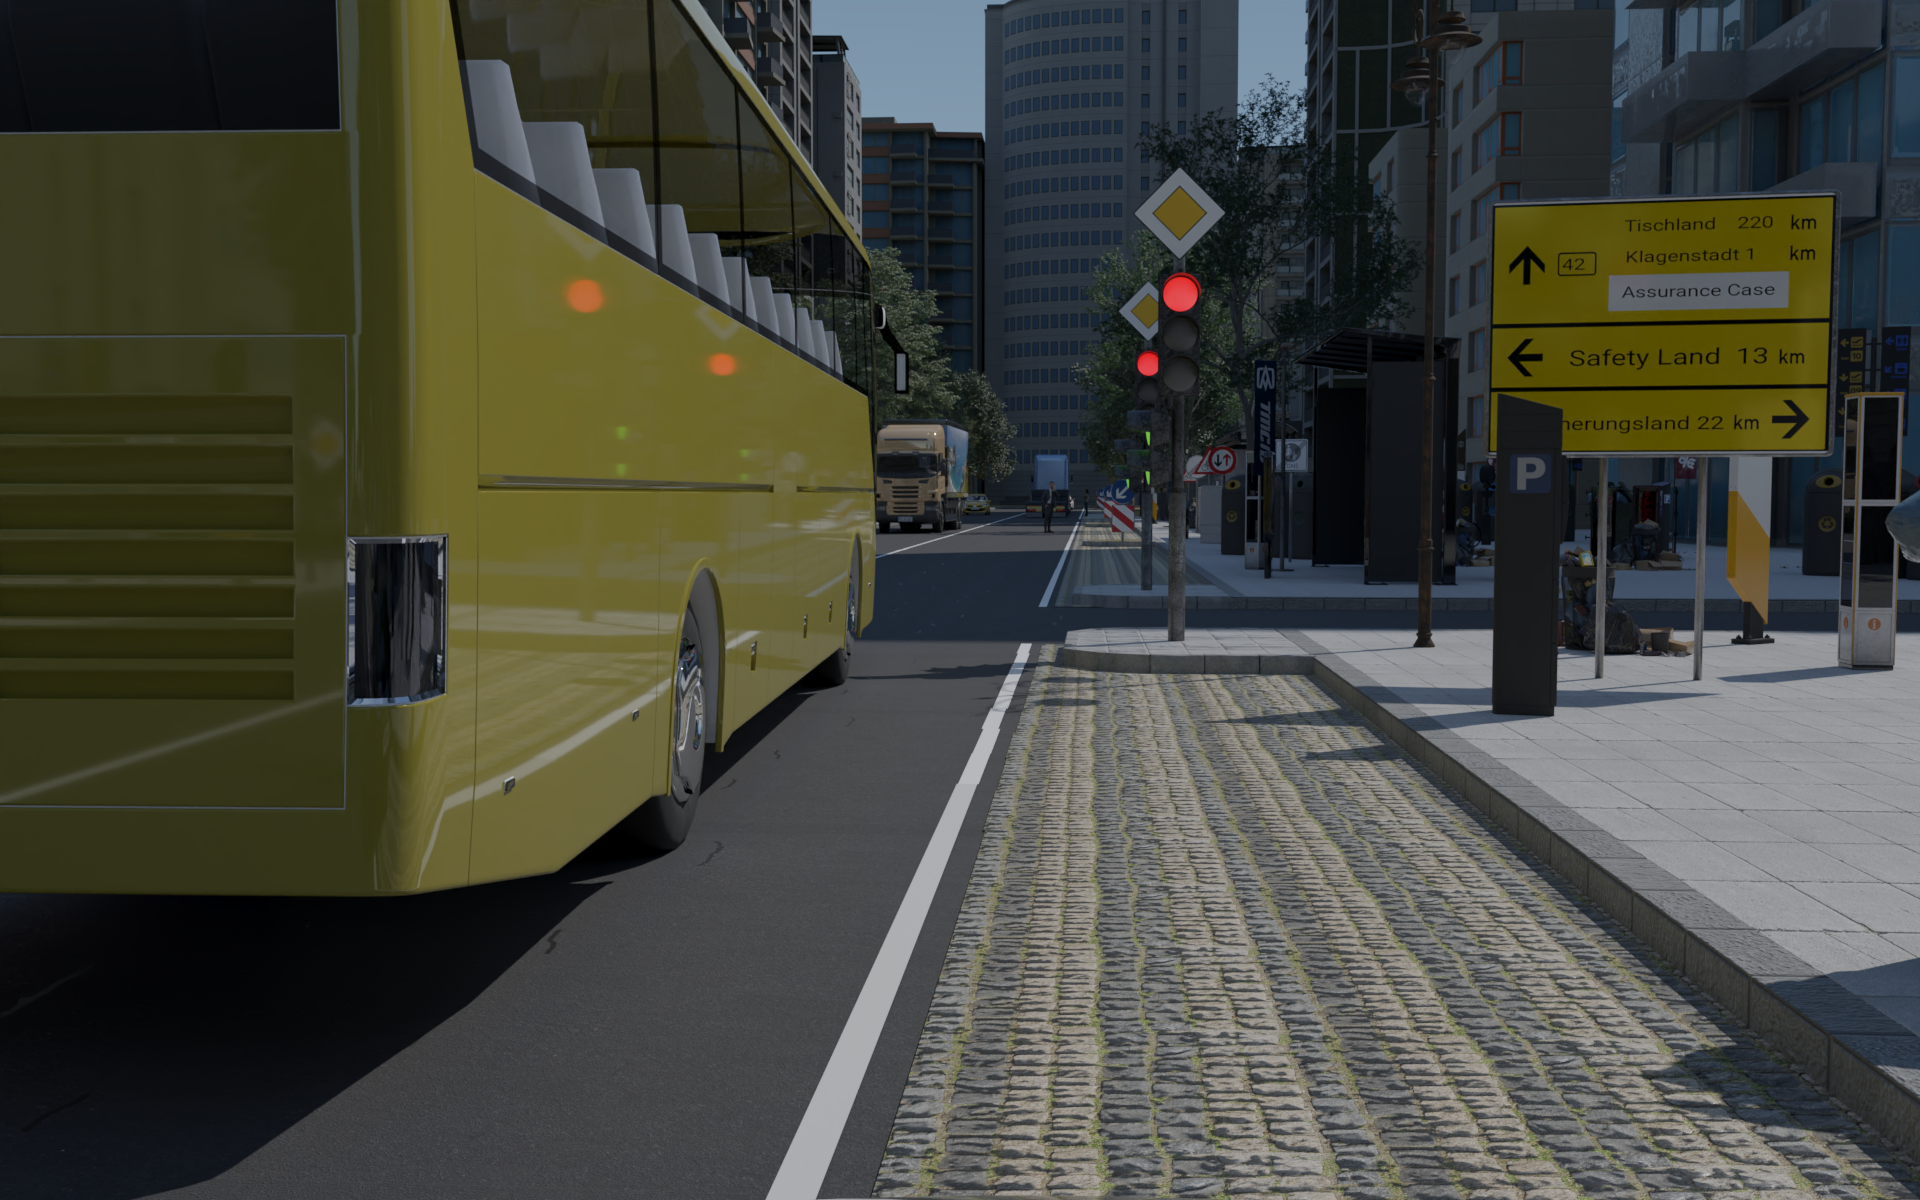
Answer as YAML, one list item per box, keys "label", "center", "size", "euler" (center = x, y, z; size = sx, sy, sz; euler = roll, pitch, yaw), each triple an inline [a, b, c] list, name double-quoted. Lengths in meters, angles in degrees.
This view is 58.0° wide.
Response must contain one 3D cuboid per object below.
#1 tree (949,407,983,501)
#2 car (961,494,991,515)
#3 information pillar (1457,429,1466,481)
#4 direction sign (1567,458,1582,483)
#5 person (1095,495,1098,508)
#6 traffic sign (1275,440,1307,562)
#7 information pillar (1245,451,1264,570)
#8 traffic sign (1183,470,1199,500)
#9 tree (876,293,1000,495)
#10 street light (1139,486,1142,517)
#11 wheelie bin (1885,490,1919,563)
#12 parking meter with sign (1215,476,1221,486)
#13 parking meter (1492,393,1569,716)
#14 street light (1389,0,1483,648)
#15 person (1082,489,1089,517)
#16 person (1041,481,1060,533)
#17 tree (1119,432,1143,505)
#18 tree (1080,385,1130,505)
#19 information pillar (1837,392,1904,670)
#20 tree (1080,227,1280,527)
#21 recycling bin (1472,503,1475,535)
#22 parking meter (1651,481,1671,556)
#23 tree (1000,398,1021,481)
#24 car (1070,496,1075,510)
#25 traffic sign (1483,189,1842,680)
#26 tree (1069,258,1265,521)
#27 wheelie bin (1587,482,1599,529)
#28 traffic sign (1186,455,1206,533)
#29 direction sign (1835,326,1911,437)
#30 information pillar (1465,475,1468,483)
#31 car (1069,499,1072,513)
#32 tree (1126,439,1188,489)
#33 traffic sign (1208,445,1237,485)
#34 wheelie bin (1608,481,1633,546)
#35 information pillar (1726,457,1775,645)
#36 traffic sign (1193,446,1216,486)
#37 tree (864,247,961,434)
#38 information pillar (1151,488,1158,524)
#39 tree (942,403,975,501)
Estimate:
- label: "tree"
  center: [-0.295, -11.987, 146.351]
  size: [4.737, 8.622, 4.395]
  euler: [0, 3, 0]
- label: "car"
  center: [1.132, -6.558, 117.449]
  size: [2.015, 1.641, 3.980]
  euler: [0, 4, 4]
- label: "information pillar"
  center: [17.945, -4.339, 62.290]
  size: [0.504, 3.616, 0.183]
  euler: [3, 5, 39]
- label: "direction sign"
  center: [20.526, -4.057, 58.322]
  size: [0.876, 3.537, 0.379]
  euler: [-1, 4, -8]
- label: "person"
  center: [13.282, -9.580, 165.851]
  size: [1.217, 1.743, 0.721]
  euler: [1, 4, 22]
- label: "traffic sign"
  center: [6.196, -1.855, 32.455]
  size: [0.606, 2.300, 0.079]
  euler: [1, 4, 11]
- label: "information pillar"
  center: [5.052, -1.526, 29.435]
  size: [0.304, 2.012, 0.304]
  euler: [3, 5, 44]
- label: "traffic sign"
  center: [10.193, -4.723, 77.219]
  size: [0.884, 2.594, 0.081]
  euler: [0, 4, 7]
- label: "tree"
  center: [-3.685, -11.037, 97.461]
  size: [9.611, 12.733, 9.660]
  euler: [0, 3, 0]
- label: "street light"
  center: [10.165, -7.609, 97.197]
  size: [0.468, 5.910, 1.993]
  euler: [0, 4, 4]
- label: "wheelie bin"
  center: [2.979, 0.204, 4.573]
  size: [0.980, 1.594, 0.693]
  euler: [1, 4, 22]
- label: "parking meter with sign"
  center: [11.471, -4.833, 75.282]
  size: [1.738, 3.016, 0.543]
  euler: [-1, 4, -15]
- label: "parking meter"
  center: [3.323, -0.268, 10.090]
  size: [0.399, 1.863, 0.255]
  euler: [1, 4, 16]
- label: "street light"
  center: [3.897, -2.543, 14.363]
  size: [0.468, 5.910, 1.993]
  euler: [0, 4, 4]
- label: "person"
  center: [7.919, -6.139, 109.586]
  size: [0.721, 1.735, 1.217]
  euler: [-1, 4, -11]
- label: "person"
  center: [3.341, -3.422, 63.816]
  size: [0.648, 1.900, 0.474]
  euler: [-3, 4, -36]
- label: "tree"
  center: [15.638, -12.645, 157.100]
  size: [4.360, 8.622, 3.978]
  euler: [0, 3, 0]
- label: "tree"
  center: [13.934, -13.879, 145.051]
  size: [7.486, 12.596, 7.792]
  euler: [0, 3, 0]
- label: "information pillar"
  center: [6.665, -0.501, 12.688]
  size: [0.304, 2.012, 0.304]
  euler: [1, 4, 8]
- label: "tree"
  center: [8.381, -8.607, 66.481]
  size: [9.928, 11.665, 9.643]
  euler: [0, 3, 0]
- label: "recycling bin"
  center: [14.118, -2.243, 49.223]
  size: [0.722, 1.027, 0.722]
  euler: [-1, 4, -17]
- label: "parking meter"
  center: [13.551, -1.538, 33.554]
  size: [0.372, 1.533, 0.369]
  euler: [0, 3, 0]
- label: "tree"
  center: [0.895, -14.693, 157.240]
  size: [9.611, 12.733, 9.660]
  euler: [0, 3, 0]
- label: "car"
  center: [9.339, -8.832, 156.764]
  size: [2.083, 1.381, 4.827]
  euler: [0, 4, 5]
- label: "traffic sign"
  center: [4.767, -1.102, 11.891]
  size: [2.265, 3.308, 0.079]
  euler: [1, 4, 11]
- label: "tree"
  center: [9.843, -10.163, 83.177]
  size: [9.611, 12.733, 9.660]
  euler: [0, 3, 0]
- label: "wheelie bin"
  center: [16.490, -2.228, 44.344]
  size: [0.980, 1.594, 0.693]
  euler: [-2, 4, -33]
- label: "traffic sign"
  center: [7.803, -3.479, 56.988]
  size: [0.768, 2.556, 0.104]
  euler: [1, 4, 13]
- label: "direction sign"
  center: [12.415, -1.934, 23.622]
  size: [0.876, 3.537, 0.379]
  euler: [2, 4, 28]
- label: "information pillar"
  center: [18.998, -3.730, 65.484]
  size: [0.304, 2.012, 0.304]
  euler: [2, 4, 35]
- label: "car"
  center: [7.416, -7.352, 129.988]
  size: [2.009, 1.686, 4.222]
  euler: [0, 4, 6]
- label: "tree"
  center: [13.741, -10.926, 128.999]
  size: [4.737, 8.622, 4.395]
  euler: [0, 3, 0]
- label: "traffic sign"
  center: [6.894, -2.778, 45.532]
  size: [0.768, 2.556, 0.104]
  euler: [1, 4, 12]
- label: "wheelie bin"
  center: [16.246, -2.123, 42.619]
  size: [0.693, 1.594, 0.980]
  euler: [2, 4, 26]
- label: "information pillar"
  center: [6.738, -1.429, 14.719]
  size: [0.504, 3.616, 0.183]
  euler: [-2, 4, -32]
- label: "traffic sign"
  center: [6.742, -2.860, 46.773]
  size: [0.884, 2.594, 0.081]
  euler: [0, 4, 7]
- label: "tree"
  center: [-3.857, -9.863, 79.392]
  size: [7.486, 12.596, 7.792]
  euler: [0, 3, 0]
- label: "information pillar"
  center: [8.293, -5.071, 74.258]
  size: [0.183, 3.616, 0.504]
  euler: [-2, 4, -24]
- label: "tree"
  center: [-0.565, -11.220, 133.813]
  size: [4.360, 8.622, 3.978]
  euler: [0, 3, 0]
